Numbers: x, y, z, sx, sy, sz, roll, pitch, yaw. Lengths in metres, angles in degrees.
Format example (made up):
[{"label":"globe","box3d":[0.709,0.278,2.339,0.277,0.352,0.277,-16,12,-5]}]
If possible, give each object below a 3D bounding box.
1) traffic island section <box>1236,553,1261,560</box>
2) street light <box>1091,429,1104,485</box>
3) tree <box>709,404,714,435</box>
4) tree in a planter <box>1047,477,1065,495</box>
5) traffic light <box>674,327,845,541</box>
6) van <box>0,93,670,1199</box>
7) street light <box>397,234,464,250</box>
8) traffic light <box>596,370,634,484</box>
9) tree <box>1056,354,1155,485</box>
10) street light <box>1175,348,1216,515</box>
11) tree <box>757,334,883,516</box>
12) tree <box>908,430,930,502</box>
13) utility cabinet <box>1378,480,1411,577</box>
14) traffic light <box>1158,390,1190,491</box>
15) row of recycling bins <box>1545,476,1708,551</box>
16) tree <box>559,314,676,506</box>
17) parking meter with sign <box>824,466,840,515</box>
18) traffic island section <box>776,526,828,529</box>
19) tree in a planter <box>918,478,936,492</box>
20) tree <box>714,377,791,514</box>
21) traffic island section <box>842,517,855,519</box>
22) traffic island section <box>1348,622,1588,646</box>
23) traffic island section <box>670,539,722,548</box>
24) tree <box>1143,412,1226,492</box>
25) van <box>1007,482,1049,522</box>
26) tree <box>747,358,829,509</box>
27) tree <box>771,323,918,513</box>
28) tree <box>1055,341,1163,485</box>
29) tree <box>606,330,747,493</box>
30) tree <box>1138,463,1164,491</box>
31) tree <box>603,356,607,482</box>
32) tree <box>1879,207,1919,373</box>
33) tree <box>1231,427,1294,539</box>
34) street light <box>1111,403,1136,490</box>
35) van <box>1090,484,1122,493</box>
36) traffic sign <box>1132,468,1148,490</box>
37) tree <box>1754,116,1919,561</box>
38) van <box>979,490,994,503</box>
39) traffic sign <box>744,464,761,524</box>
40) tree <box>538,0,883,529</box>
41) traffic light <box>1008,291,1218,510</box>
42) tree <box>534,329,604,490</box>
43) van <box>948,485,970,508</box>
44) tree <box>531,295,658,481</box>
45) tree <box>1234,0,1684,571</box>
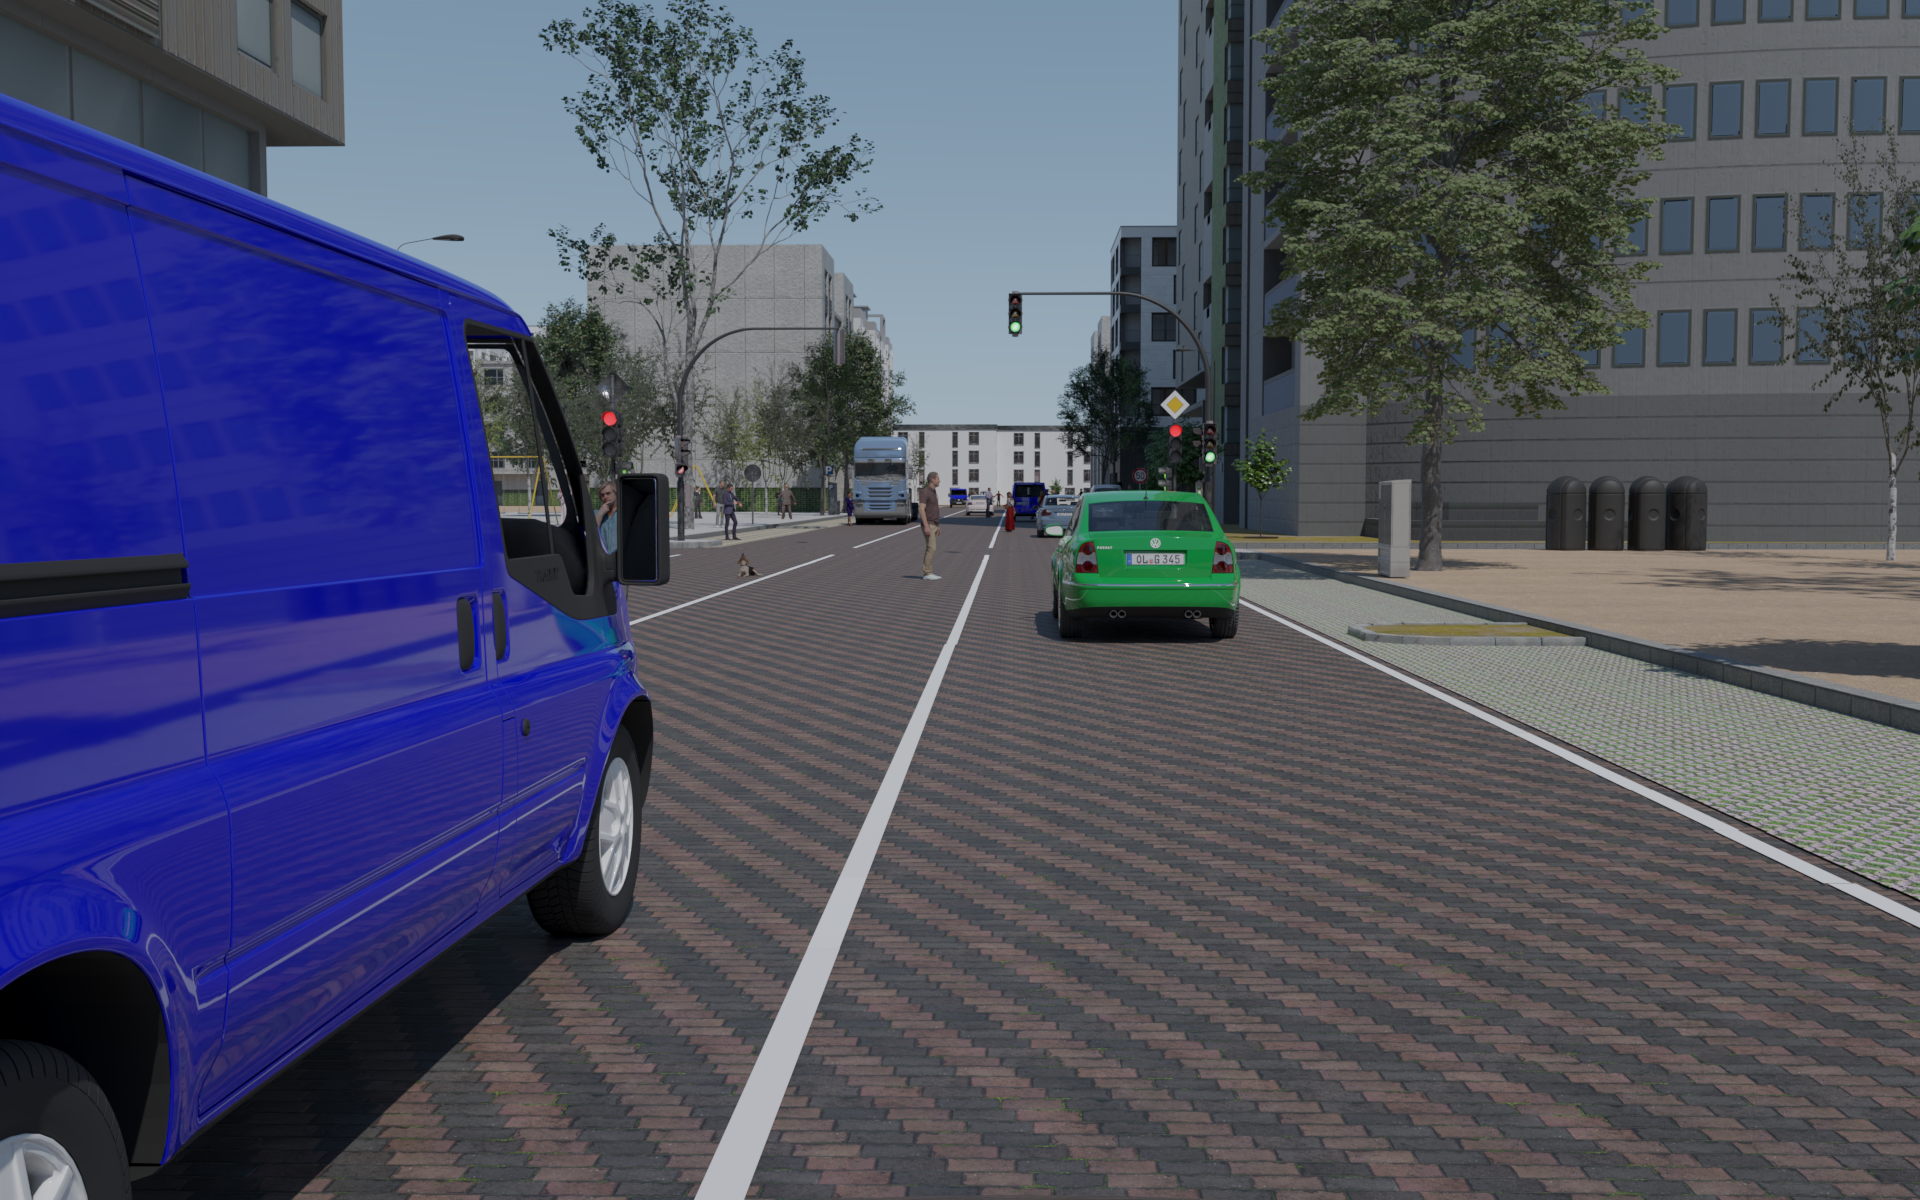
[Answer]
[{"label":"traffic island section","box3d":[5.592,-1.028,39.085,2.009,0.180,2.903,0,4,2]},{"label":"street light","box3d":[9.527,-9.143,122.022,1.470,5.913,1.316,0,4,2]},{"label":"tree","box3d":[-15.488,-10.388,120.207,4.737,8.622,4.395,0,3,0]},{"label":"tree in a planter","box3d":[9.756,-10.925,175.847,1.991,3.239,1.994,0,4,2]},{"label":"traffic light","box3d":[-5.527,-4.443,47.316,4.771,5.953,1.251,0,4,2]},{"label":"van","box3d":[-2.115,0.027,3.938,2.240,2.365,5.245,0,4,3]},{"label":"street light","box3d":[-9.551,-3.582,31.112,1.470,5.913,1.316,0,4,2]},{"label":"traffic light","box3d":[-7.863,-3.085,39.363,0.839,4.253,0.868,0,4,2]},{"label":"tree","box3d":[10.710,-12.342,127.542,9.928,11.665,9.643,0,3,0]},{"label":"street light","box3d":[7.536,-5.050,55.101,1.470,5.913,1.316,0,4,2]},{"label":"tree","box3d":[-8.269,-10.238,101.810,8.767,10.594,7.601,1,4,16]},{"label":"tree","box3d":[-5.273,-15.231,199.381,4.360,8.622,3.978,0,3,0]},{"label":"utility cabinet","box3d":[6.710,-1.109,26.819,0.318,1.500,1.173,0,4,4]},{"label":"traffic light","box3d":[5.795,-3.549,46.954,0.839,4.253,0.868,0,4,2]},{"label":"row of recycling bins","box3d":[15.163,-1.973,39.365,3.534,1.692,1.069,0,4,2]},{"label":"tree","box3d":[-23.821,-12.534,115.308,12.009,13.543,11.850,0,3,0]},{"label":"parking meter with sign","box3d":[-7.859,-6.785,107.188,0.543,3.016,1.738,1,4,14]},{"label":"traffic island section","box3d":[-6.576,-3.032,72.439,1.991,0.108,1.994,0,4,2]},{"label":"tree in a planter","box3d":[-3.399,-10.974,176.648,1.991,3.239,1.994,0,4,2]},{"label":"tree","box3d":[-12.218,-9.677,108.585,4.737,8.622,4.395,0,3,0]},{"label":"traffic island section","box3d":[-5.742,-4.712,99.913,1.991,0.108,1.994,0,4,2]},{"label":"traffic island section","box3d":[4.926,0.345,17.218,1.991,0.108,1.994,0,4,2]},{"label":"traffic island section","box3d":[-7.660,-1.541,47.481,2.009,0.180,2.903,0,4,2]},{"label":"tree","box3d":[9.052,-5.267,69.826,4.285,4.588,4.351,0,3,0]},{"label":"van","box3d":[3.612,-5.330,91.537,2.240,2.365,5.245,0,4,1]},{"label":"tree","box3d":[-9.354,-8.714,92.840,4.360,8.622,3.978,0,3,0]},{"label":"tree","box3d":[-7.627,-12.187,116.270,9.611,12.733,9.660,0,3,0]},{"label":"tree","box3d":[9.284,-10.495,105.997,7.601,10.594,8.767,0,4,5]},{"label":"tree","box3d":[-12.479,-7.697,76.200,4.360,8.622,3.978,0,3,0]},{"label":"tree","box3d":[10.429,-6.018,92.990,1.663,3.219,1.824,0,3,0]},{"label":"tree","box3d":[-15.489,-8.086,82.566,4.360,8.622,3.978,0,3,0]},{"label":"tree","box3d":[7.942,-1.693,11.392,4.285,4.588,4.351,0,3,0]},{"label":"tree","box3d":[8.842,-3.393,50.074,1.663,3.219,1.824,0,3,0]},{"label":"street light","box3d":[8.451,-7.116,88.889,1.470,5.913,1.316,0,4,2]},{"label":"van","box3d":[6.580,-4.362,78.336,2.013,2.044,4.112,0,4,2]},{"label":"traffic sign","box3d":[8.742,-5.132,84.021,0.768,2.556,0.104,1,4,11]},{"label":"tree","box3d":[17.757,-5.059,33.080,4.360,8.622,3.978,0,3,0]},{"label":"van","box3d":[2.927,-11.402,193.431,2.013,2.044,4.112,0,4,2]},{"label":"traffic sign","box3d":[-8.841,-4.509,73.826,0.768,2.556,0.104,1,4,10]},{"label":"tree","box3d":[-9.099,-12.709,63.689,12.611,20.169,13.585,0,3,0]},{"label":"traffic light","box3d":[3.459,-3.928,38.895,4.771,5.953,1.251,0,4,2]},{"label":"tree","box3d":[-18.805,-7.705,76.342,4.360,8.622,3.978,0,3,0]},{"label":"van","box3d":[-0.126,-10.818,181.259,2.240,2.365,5.245,0,3,0]},{"label":"tree","box3d":[-22.286,-11.188,99.939,9.611,12.733,9.660,0,3,0]},{"label":"tree","box3d":[8.159,-6.774,28.887,7.486,12.596,7.792,0,3,0]}]
